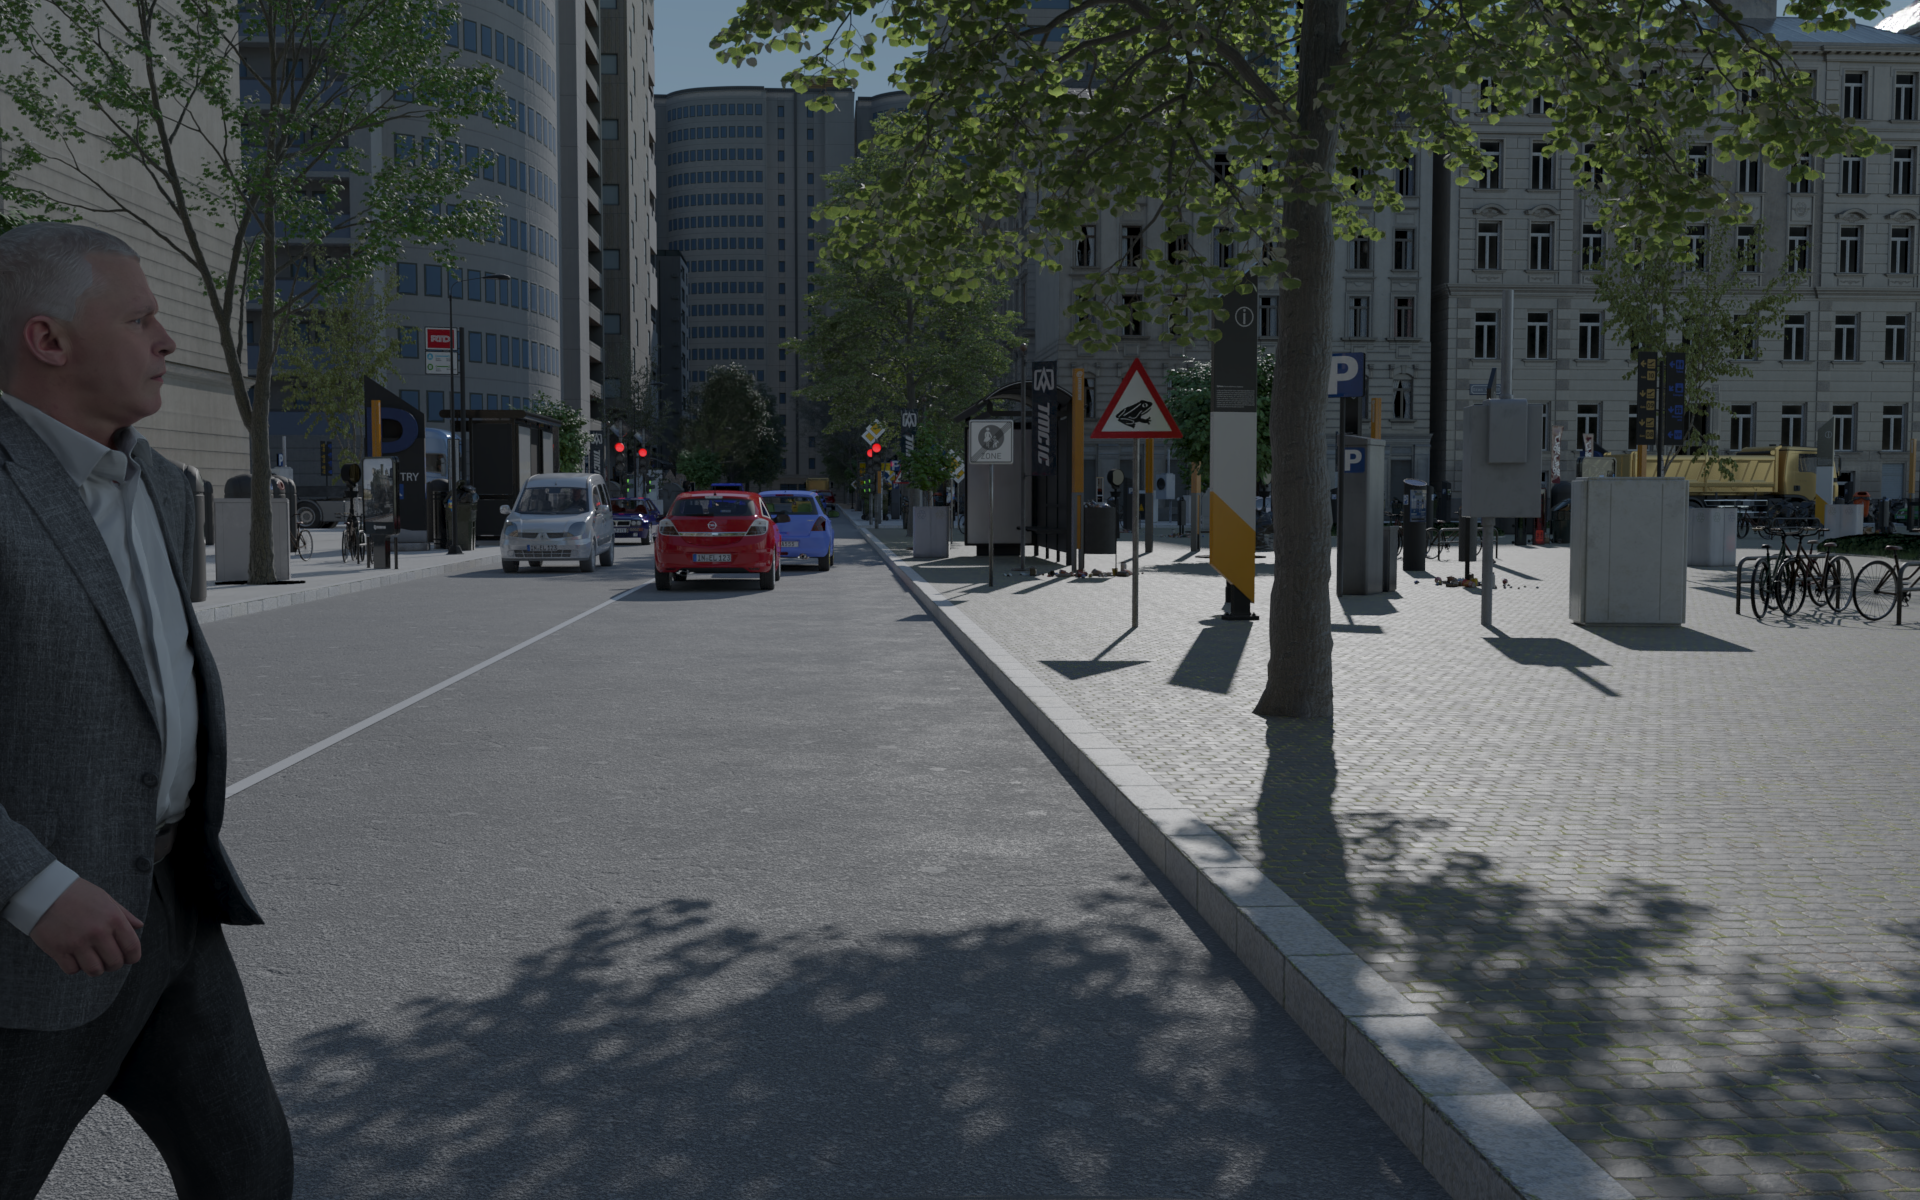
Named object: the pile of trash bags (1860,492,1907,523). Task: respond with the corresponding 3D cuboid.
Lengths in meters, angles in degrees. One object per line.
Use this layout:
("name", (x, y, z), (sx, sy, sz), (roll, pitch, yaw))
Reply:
("pile of trash bags", (42.855, -4.185, 78.170), (3.447, 1.369, 1.912), (-1, 4, -19))

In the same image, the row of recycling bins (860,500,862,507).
("row of recycling bins", (-6.860, -7.946, 137.027), (1.069, 1.692, 3.534), (2, 4, 27))

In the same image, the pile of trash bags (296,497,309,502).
("pile of trash bags", (-27.730, -3.758, 71.201), (1.912, 1.369, 3.447), (-1, 4, -23))

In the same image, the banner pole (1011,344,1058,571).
("banner pole", (1.255, -2.372, 28.807), (0.863, 3.779, 0.401), (2, 4, 30))

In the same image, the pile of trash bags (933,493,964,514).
("pile of trash bags", (-0.366, -6.135, 110.062), (3.447, 1.369, 1.912), (3, 5, 40))

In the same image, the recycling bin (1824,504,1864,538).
("recycling bin", (21.383, -1.795, 41.908), (0.722, 1.027, 0.722), (3, 4, 39))

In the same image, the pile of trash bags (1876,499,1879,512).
("pile of trash bags", (39.811, -4.180, 78.097), (1.912, 1.369, 3.447), (0, 4, 1))

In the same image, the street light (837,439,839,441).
("street light", (-9.689, -10.672, 147.020), (1.470, 5.913, 1.316), (0, 4, -4))

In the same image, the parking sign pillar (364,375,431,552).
("parking sign pillar", (-12.738, -3.095, 39.081), (1.447, 3.967, 1.447), (-1, 4, -14))

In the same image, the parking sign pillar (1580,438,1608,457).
("parking sign pillar", (28.261, -5.429, 77.230), (1.447, 3.967, 1.447), (-3, 4, -36))

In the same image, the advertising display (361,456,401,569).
("advertising display", (-9.944, -1.501, 29.752), (0.974, 1.923, 0.123), (3, 5, 39))

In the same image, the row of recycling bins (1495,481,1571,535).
("row of recycling bins", (18.717, -2.930, 55.018), (3.534, 1.692, 1.069), (0, 4, 4))

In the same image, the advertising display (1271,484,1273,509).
("advertising display", (10.434, -3.137, 56.504), (0.123, 1.923, 0.974), (3, 5, 40))

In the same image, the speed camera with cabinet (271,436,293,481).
("speed camera with cabinet", (-23.790, -3.988, 59.542), (2.038, 3.252, 0.660), (2, 4, 34))

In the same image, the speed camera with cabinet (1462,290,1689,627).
("speed camera with cabinet", (6.019, -1.386, 16.989), (2.038, 3.252, 0.660), (0, 4, 7))

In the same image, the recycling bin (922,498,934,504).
("recycling bin", (-2.339, -6.767, 123.187), (0.722, 1.027, 0.722), (2, 4, 31))

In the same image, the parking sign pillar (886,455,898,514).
("parking sign pillar", (-4.729, -7.642, 113.412), (1.447, 3.967, 1.447), (-3, 4, -36))

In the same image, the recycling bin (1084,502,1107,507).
("recycling bin", (4.104, -2.486, 53.193), (0.722, 1.027, 0.722), (1, 4, 13))

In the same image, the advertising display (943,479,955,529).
("advertising display", (-0.400, -3.623, 64.452), (0.123, 1.923, 0.974), (1, 4, 19))

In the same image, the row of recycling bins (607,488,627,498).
("row of recycling bins", (-16.056, -4.502, 80.725), (1.069, 1.692, 3.534), (0, 4, -8))

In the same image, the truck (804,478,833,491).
("truck", (-16.798, -12.786, 204.968), (3.469, 3.379, 9.791), (0, 4, -3))

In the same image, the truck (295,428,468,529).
("truck", (-27.755, -4.668, 66.074), (18.799, 4.110, 2.967), (0, 4, -3))

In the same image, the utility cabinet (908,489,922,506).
("utility cabinet", (-2.138, -4.554, 83.138), (0.318, 1.500, 1.173), (-1, 4, -22))

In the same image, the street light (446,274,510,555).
("street light", (-10.193, -3.923, 36.676), (1.470, 5.913, 1.316), (0, 4, -4))

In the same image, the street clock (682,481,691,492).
("street clock", (-14.718, -5.428, 93.324), (0.358, 2.002, 0.471), (2, 4, 30))

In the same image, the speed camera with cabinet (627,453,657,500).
("speed camera with cabinet", (-15.455, -5.485, 84.011), (0.660, 3.252, 2.038), (1, 4, 18))

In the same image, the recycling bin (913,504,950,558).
("recycling bin", (-0.574, -1.378, 35.078), (0.722, 1.027, 0.722), (0, 4, 2))

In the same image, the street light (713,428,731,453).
("street light", (-16.708, -9.092, 121.201), (1.470, 5.913, 1.316), (0, 4, -4))

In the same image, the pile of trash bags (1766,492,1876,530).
("pile of trash bags", (31.007, -3.234, 62.629), (3.447, 1.369, 1.912), (2, 4, 24))

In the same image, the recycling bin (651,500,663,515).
("recycling bin", (-13.638, -3.968, 77.423), (0.722, 1.027, 0.722), (-1, 4, -9))

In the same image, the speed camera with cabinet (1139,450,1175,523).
("speed camera with cabinet", (8.694, -5.081, 77.403), (0.660, 3.252, 2.038), (-3, 4, -38))

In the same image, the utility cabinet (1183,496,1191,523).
("utility cabinet", (10.065, -3.965, 75.991), (0.306, 1.237, 1.020), (2, 4, 25))

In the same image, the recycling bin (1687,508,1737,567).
("recycling bin", (13.358, -1.127, 30.973), (0.722, 1.027, 0.722), (-2, 4, -26))

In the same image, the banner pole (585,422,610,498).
("banner pole", (-12.367, -4.268, 59.807), (0.863, 3.779, 0.401), (-1, 4, -18))

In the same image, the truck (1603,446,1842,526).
("truck", (31.375, -4.563, 70.529), (9.791, 3.379, 3.469), (0, 4, -6))

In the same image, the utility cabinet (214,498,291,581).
("utility cabinet", (-10.546, -0.897, 25.823), (1.020, 1.237, 0.306), (-1, 4, -17))

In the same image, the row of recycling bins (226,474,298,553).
("row of recycling bins", (-14.829, -1.809, 36.693), (1.069, 1.692, 3.534), (-1, 4, -10))

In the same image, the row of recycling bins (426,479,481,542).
("row of recycling bins", (-13.916, -2.482, 47.693), (1.069, 1.692, 3.534), (0, 4, -3))

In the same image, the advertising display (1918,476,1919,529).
("advertising display", (17.335, -1.539, 30.381), (0.974, 1.923, 0.123), (0, 4, 3))

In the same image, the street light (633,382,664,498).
("street light", (-13.003, -6.093, 72.166), (1.470, 5.913, 1.316), (0, 4, -4))

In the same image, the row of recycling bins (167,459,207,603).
("row of recycling bins", (-9.516, -0.742, 19.243), (1.069, 1.692, 3.534), (0, 4, 2))

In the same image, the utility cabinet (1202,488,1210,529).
("utility cabinet", (9.293, -3.277, 62.263), (1.173, 1.500, 0.318), (0, 4, 6))

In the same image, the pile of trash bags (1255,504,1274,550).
("pile of trash bags", (6.948, -1.916, 41.081), (1.912, 1.369, 3.447), (-1, 4, -14))

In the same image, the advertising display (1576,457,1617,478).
("advertising display", (11.051, -1.523, 30.114), (0.974, 1.923, 0.123), (-2, 4, -34))

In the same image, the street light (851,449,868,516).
("street light", (-5.888, -7.712, 98.626), (1.470, 5.913, 1.316), (0, 4, -4))

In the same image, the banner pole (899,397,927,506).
("banner pole", (-1.143, -3.339, 44.613), (0.863, 3.779, 0.401), (-1, 4, -17))

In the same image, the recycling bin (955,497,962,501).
("recycling bin", (-0.322, -7.138, 129.265), (0.722, 1.027, 0.722), (-3, 5, -41))
